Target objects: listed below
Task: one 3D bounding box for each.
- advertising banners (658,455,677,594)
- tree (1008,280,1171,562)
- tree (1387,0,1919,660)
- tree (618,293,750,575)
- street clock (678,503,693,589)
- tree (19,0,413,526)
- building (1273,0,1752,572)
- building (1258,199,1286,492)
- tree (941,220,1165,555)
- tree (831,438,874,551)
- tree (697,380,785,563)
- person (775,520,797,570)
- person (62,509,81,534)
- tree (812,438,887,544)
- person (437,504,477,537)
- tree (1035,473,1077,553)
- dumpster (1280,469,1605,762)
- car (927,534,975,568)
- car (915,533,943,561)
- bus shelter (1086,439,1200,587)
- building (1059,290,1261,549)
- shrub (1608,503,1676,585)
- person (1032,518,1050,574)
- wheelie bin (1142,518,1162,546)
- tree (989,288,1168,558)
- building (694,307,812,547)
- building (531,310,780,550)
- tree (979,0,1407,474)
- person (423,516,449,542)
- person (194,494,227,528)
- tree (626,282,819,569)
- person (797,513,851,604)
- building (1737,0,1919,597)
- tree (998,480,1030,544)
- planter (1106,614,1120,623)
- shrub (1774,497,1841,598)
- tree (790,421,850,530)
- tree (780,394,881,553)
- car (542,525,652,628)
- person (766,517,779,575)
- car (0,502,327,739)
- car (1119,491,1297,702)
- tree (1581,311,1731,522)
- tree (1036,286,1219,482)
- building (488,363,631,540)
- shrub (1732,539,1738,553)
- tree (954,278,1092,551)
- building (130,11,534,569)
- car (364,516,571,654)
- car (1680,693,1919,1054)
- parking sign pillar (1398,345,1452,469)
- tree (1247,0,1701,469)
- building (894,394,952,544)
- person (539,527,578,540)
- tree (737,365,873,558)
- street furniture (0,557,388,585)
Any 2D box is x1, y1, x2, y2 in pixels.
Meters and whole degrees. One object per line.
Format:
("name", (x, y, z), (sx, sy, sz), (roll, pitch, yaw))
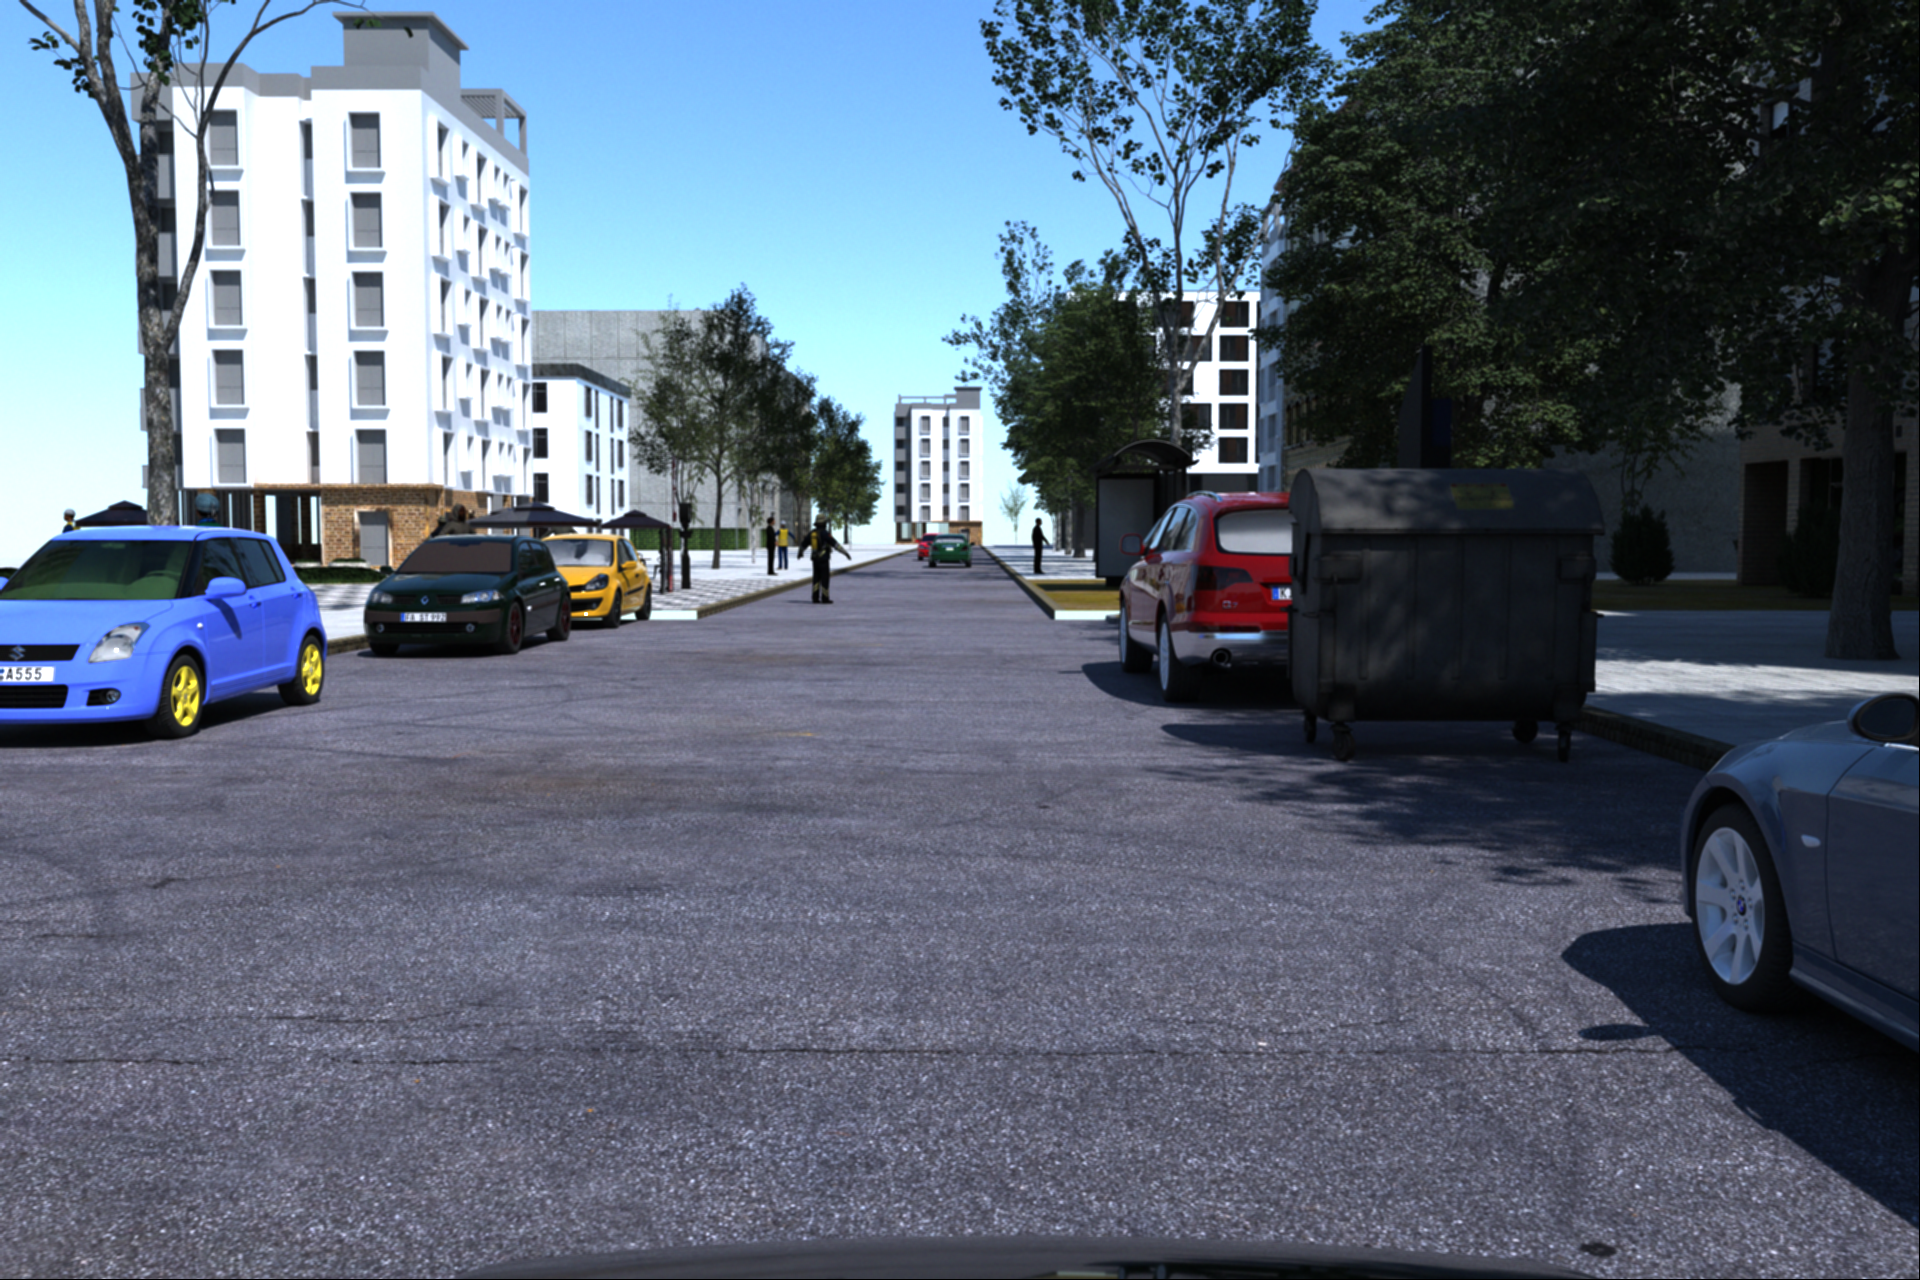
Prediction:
("advertising banners", (-6.370, -2.552, 37.906), (0.090, 3.025, 2.074), (0, 4, 1))
("tree", (6.008, -9.799, 78.343), (7.486, 12.596, 7.792), (0, 3, 0))
("tree", (9.252, -6.786, 17.607), (9.857, 13.997, 8.962), (0, 3, 0))
("tree", (-8.905, -6.336, 53.956), (4.360, 8.622, 3.978), (0, 3, 0))
("street clock", (-6.374, -2.181, 40.234), (0.358, 2.002, 0.471), (0, 4, 0))
("tree", (-12.464, -10.262, 23.678), (12.611, 20.169, 13.585), (0, 3, 0))
("building", (23.231, -14.396, 66.302), (19.493, 23.208, 18.063), (0, 4, 1))
("building", (22.257, -14.793, 98.288), (16.016, 20.090, 11.380), (0, 3, 0))
("tree", (5.290, -15.312, 106.232), (12.611, 20.169, 13.585), (0, 3, 0))
("tree", (-8.385, -11.104, 131.918), (4.737, 8.622, 4.395), (0, 3, 0))
("tree", (-8.862, -7.683, 75.984), (4.360, 8.622, 3.978), (0, 3, 0))
("person", (-6.433, -3.434, 62.607), (1.216, 1.772, 0.721), (-2, 4, -30))
("person", (-19.323, -1.934, 37.584), (0.705, 1.833, 1.349), (0, 4, -5))
("tree", (-14.381, -19.165, 220.005), (9.857, 13.997, 8.962), (0, 3, 0))
("person", (-8.849, -1.503, 30.702), (0.705, 1.813, 1.348), (2, 4, 35))
("tree", (6.308, -10.235, 117.704), (4.360, 8.622, 3.978), (0, 3, 0))
("dumpster", (3.115, -0.193, 11.370), (1.865, 1.857, 1.264), (0, 4, 0))
("car", (-0.406, -3.873, 75.129), (2.131, 1.459, 4.920), (0, 4, 1))
("car", (-1.371, -5.214, 94.283), (2.155, 1.783, 4.494), (0, 4, 0))
("bus shelter", (4.095, -2.799, 39.683), (2.014, 3.302, 5.546), (0, 3, 0))
("building", (22.907, -19.435, 161.739), (27.936, 21.610, 32.646), (0, 3, 0))
("shrub", (17.140, -2.412, 43.481), (1.661, 2.075, 1.752), (0, 3, 0))
("person", (2.561, -3.050, 56.088), (0.704, 1.802, 1.346), (-1, 4, -18))
("wheelie bin", (3.879, -1.551, 33.270), (0.693, 1.594, 0.980), (0, 4, -1))
("tree", (6.377, -11.322, 91.769), (9.857, 13.997, 8.962), (0, 3, 0))
("building", (-25.372, -21.191, 177.399), (19.493, 23.208, 18.063), (0, 4, 0))
("building", (-26.076, -17.512, 152.770), (16.747, 18.905, 31.486), (0, 4, 0))
("tree", (7.614, -11.844, 49.543), (12.611, 20.169, 13.585), (0, 3, 0))
("person", (-16.100, -2.939, 53.840), (0.705, 1.856, 1.354), (3, 5, 41))
("person", (-7.175, -0.484, 16.494), (0.704, 1.817, 1.347), (3, 4, 38))
("tree", (-8.666, -7.900, 63.583), (7.601, 10.594, 8.767), (-1, 4, -12))
("person", (-2.850, -1.679, 35.683), (1.354, 1.856, 0.705), (2, 4, 33))
("building", (29.107, -12.992, 18.996), (21.656, 26.213, 47.522), (0, 4, 0))
("tree", (7.558, -16.805, 225.124), (4.360, 8.622, 3.978), (0, 3, 0))
("planter", (3.409, -0.442, 28.365), (1.991, 0.319, 1.994), (0, 3, 0))
("shrub", (17.179, -1.854, 34.728), (1.690, 2.028, 1.600), (0, 3, 0))
("tree", (-8.419, -9.540, 106.334), (4.737, 8.622, 4.395), (0, 3, 0))
("tree", (-8.959, -11.093, 115.787), (8.767, 10.594, 7.601), (3, 5, 44))
("car", (-6.033, -1.057, 27.504), (2.015, 1.641, 3.980), (0, 4, 0))
("person", (-5.879, -2.934, 54.164), (0.705, 1.806, 1.347), (-1, 4, -14))
("car", (-6.261, -0.223, 13.240), (1.945, 1.707, 3.694), (0, 3, 0))
("car", (2.716, -0.468, 16.332), (2.281, 1.827, 5.304), (0, 4, -1))
("tree", (18.905, -5.978, 48.095), (4.737, 8.622, 4.395), (0, 3, 0))
("tree", (6.316, -8.042, 65.906), (7.601, 10.594, 8.767), (-2, 4, -25))
("building", (-23.395, -9.614, 99.340), (9.099, 9.664, 28.070), (0, 4, 0))
("shrub", (20.945, -2.492, 44.790), (1.661, 2.075, 1.752), (0, 3, 0))
("tree", (6.366, -16.659, 128.260), (12.611, 20.169, 13.585), (0, 3, 0))
("building", (-24.117, -12.711, 64.253), (16.016, 20.090, 11.380), (0, 4, 1))
("car", (-6.130, -0.738, 21.849), (2.009, 1.686, 4.222), (0, 4, 0))
("car", (3.172, 0.506, 3.732), (2.014, 1.417, 4.499), (0, 4, 0))
("parking sign pillar", (6.792, -2.260, 25.428), (1.447, 3.967, 1.447), (0, 4, 0))
("tree", (10.490, -7.920, 36.156), (9.857, 13.997, 8.962), (0, 3, 0))
("building", (-8.084, -22.397, 225.070), (11.380, 20.090, 16.016), (-1, 4, -8))
("person", (-9.302, -2.095, 40.525), (1.348, 1.796, 0.705), (-1, 4, -16))
("tree", (-8.611, -9.815, 94.880), (8.767, 10.594, 7.601), (1, 4, 12))
("street furniture", (-19.927, -1.770, 44.565), (10.072, 0.657, 5.734), (-1, 4, -15))
